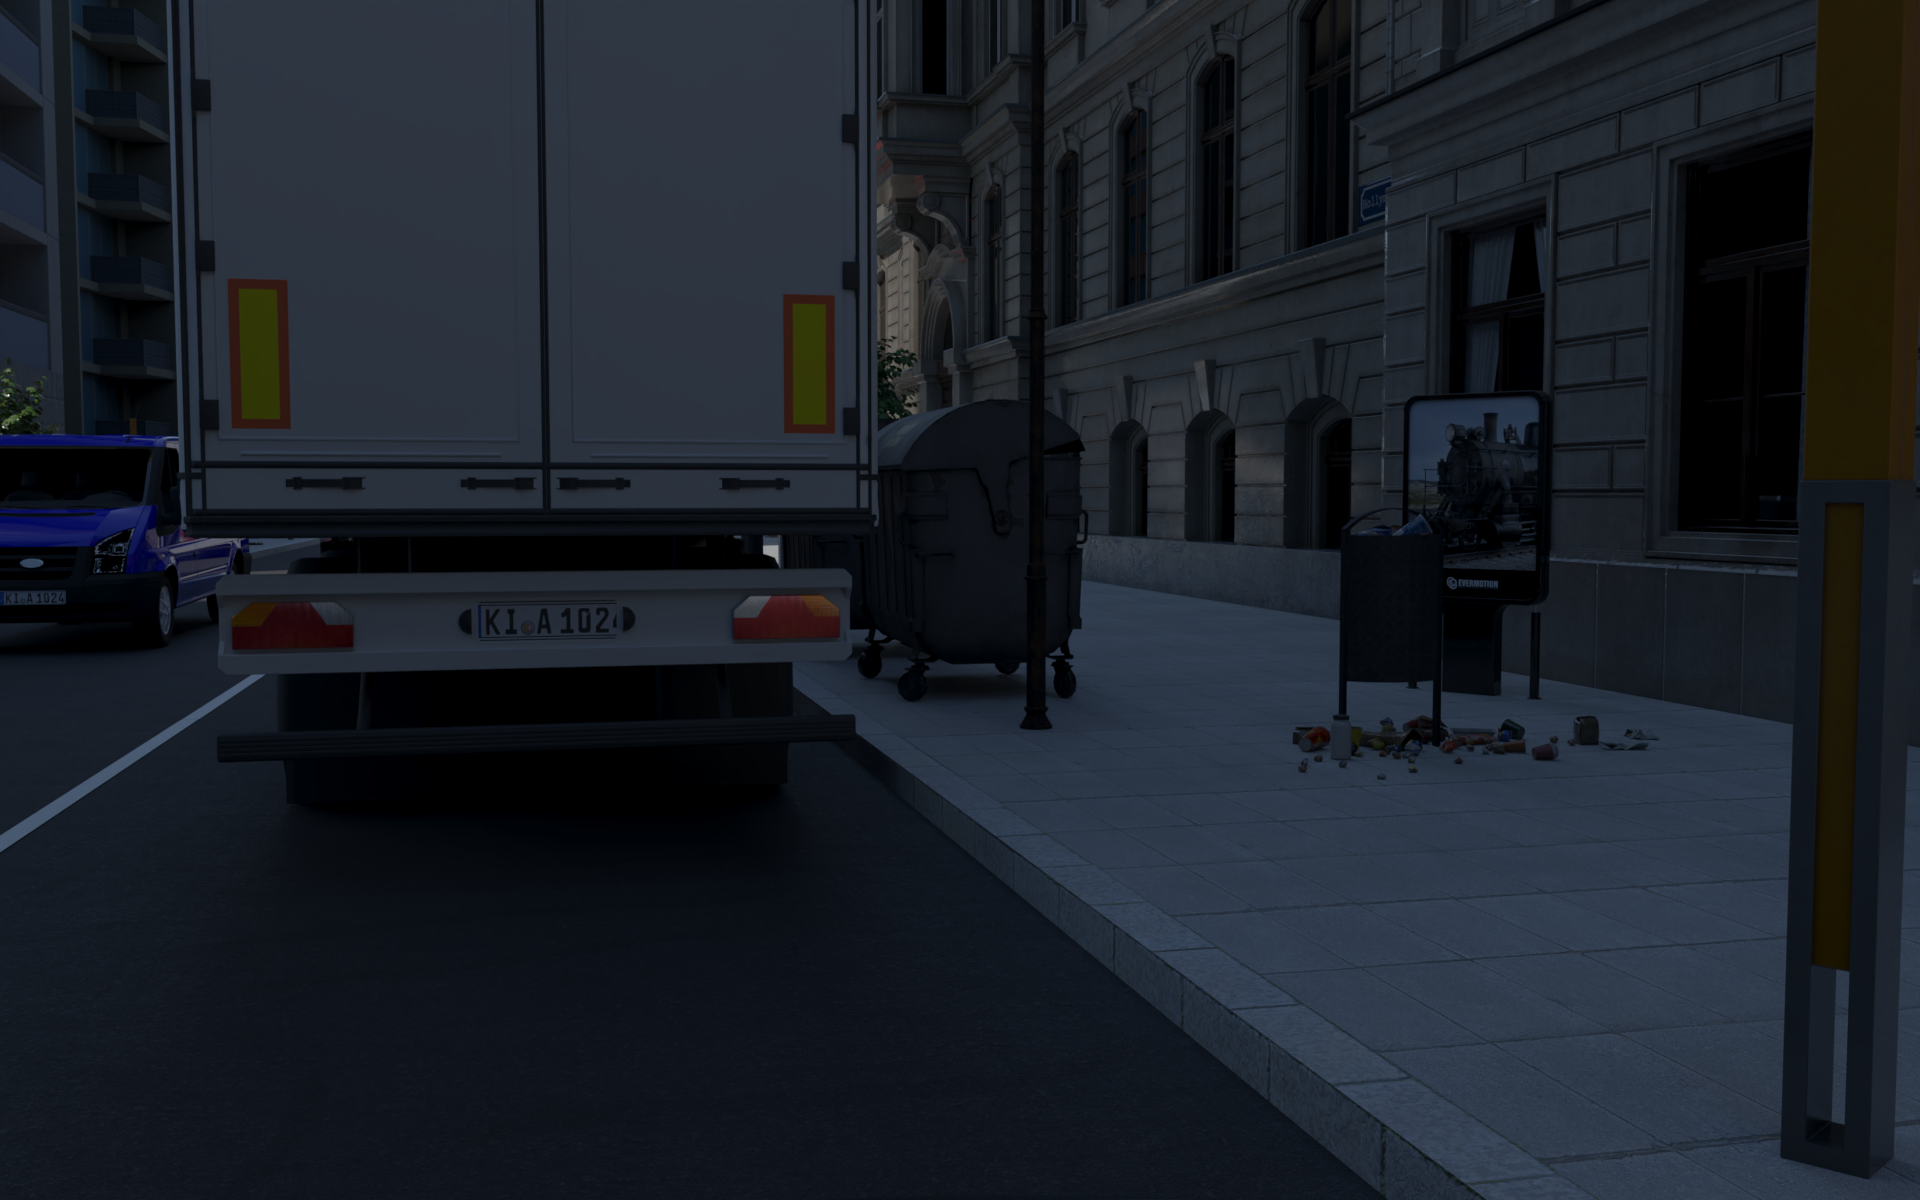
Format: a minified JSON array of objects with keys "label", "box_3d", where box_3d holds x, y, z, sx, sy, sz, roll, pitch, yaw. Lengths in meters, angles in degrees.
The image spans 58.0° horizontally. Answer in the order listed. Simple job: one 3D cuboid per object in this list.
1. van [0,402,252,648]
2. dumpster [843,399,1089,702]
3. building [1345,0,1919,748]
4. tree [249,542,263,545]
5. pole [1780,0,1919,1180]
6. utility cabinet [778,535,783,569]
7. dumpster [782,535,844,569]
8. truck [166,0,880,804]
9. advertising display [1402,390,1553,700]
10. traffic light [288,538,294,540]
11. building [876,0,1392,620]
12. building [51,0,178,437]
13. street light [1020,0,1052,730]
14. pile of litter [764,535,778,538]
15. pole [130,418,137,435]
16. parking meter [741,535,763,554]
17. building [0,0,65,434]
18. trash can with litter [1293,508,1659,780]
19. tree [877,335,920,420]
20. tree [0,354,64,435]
[{"label":"van","box_3d":[-8.733,-0.816,17.719,2.240,2.365,5.245,-1,4,-13]},{"label":"dumpster","box_3d":[0.037,-0.348,11.447,1.264,1.857,1.865,-1,4,-14]},{"label":"building","box_3d":[10.121,-8.674,6.451,10.561,19.102,19.286,-1,4,-14]},{"label":"tree","box_3d":[-18.015,-2.995,43.564,1.663,3.219,1.824,0,3,0]},{"label":"pole","box_3d":[1.695,-0.575,3.246,0.158,3.312,0.155,0,3,0]},{"label":"utility cabinet","box_3d":[-1.353,-0.410,17.861,1.020,1.237,0.306,-1,4,-10]},{"label":"dumpster","box_3d":[-0.782,-0.515,14.179,1.264,1.857,1.865,-1,4,-14]},{"label":"truck","box_3d":[-2.832,-1.382,11.517,2.839,4.237,11.283,-1,4,-14]},{"label":"advertising display","box_3d":[3.290,-0.359,11.089,0.974,1.923,0.123,3,5,44]},{"label":"traffic light","box_3d":[-18.724,-3.637,48.385,0.839,4.253,0.868,-1,4,-14]},{"label":"building","box_3d":[5.184,-13.084,33.000,14.460,24.649,34.723,-1,4,-14]},{"label":"building","box_3d":[-40.670,-25.420,70.249,22.147,44.769,28.867,-1,4,-14]},{"label":"street light","box_3d":[0.417,-2.234,9.320,0.468,5.910,1.993,-1,4,-14]},{"label":"pile of litter","box_3d":[-4.899,-2.287,51.357,1.719,0.858,1.176,1,4,9]},{"label":"pole","box_3d":[-22.281,-3.236,46.757,0.158,3.312,0.155,0,3,0]},{"label":"parking meter","box_3d":[-3.427,-1.231,28.532,0.372,1.533,0.369,0,3,0]},{"label":"building","box_3d":[-32.887,-29.853,30.093,28.212,58.520,21.231,-1,4,-14]},{"label":"trash can with litter","box_3d":[2.575,0.145,8.680,2.233,1.210,1.678,-1,4,-9]},{"label":"tree","box_3d":[-2.328,-2.546,25.341,4.285,4.588,4.351,0,3,0]},{"label":"tree","box_3d":[-13.089,-1.806,24.134,1.663,3.219,1.824,0,3,0]}]
